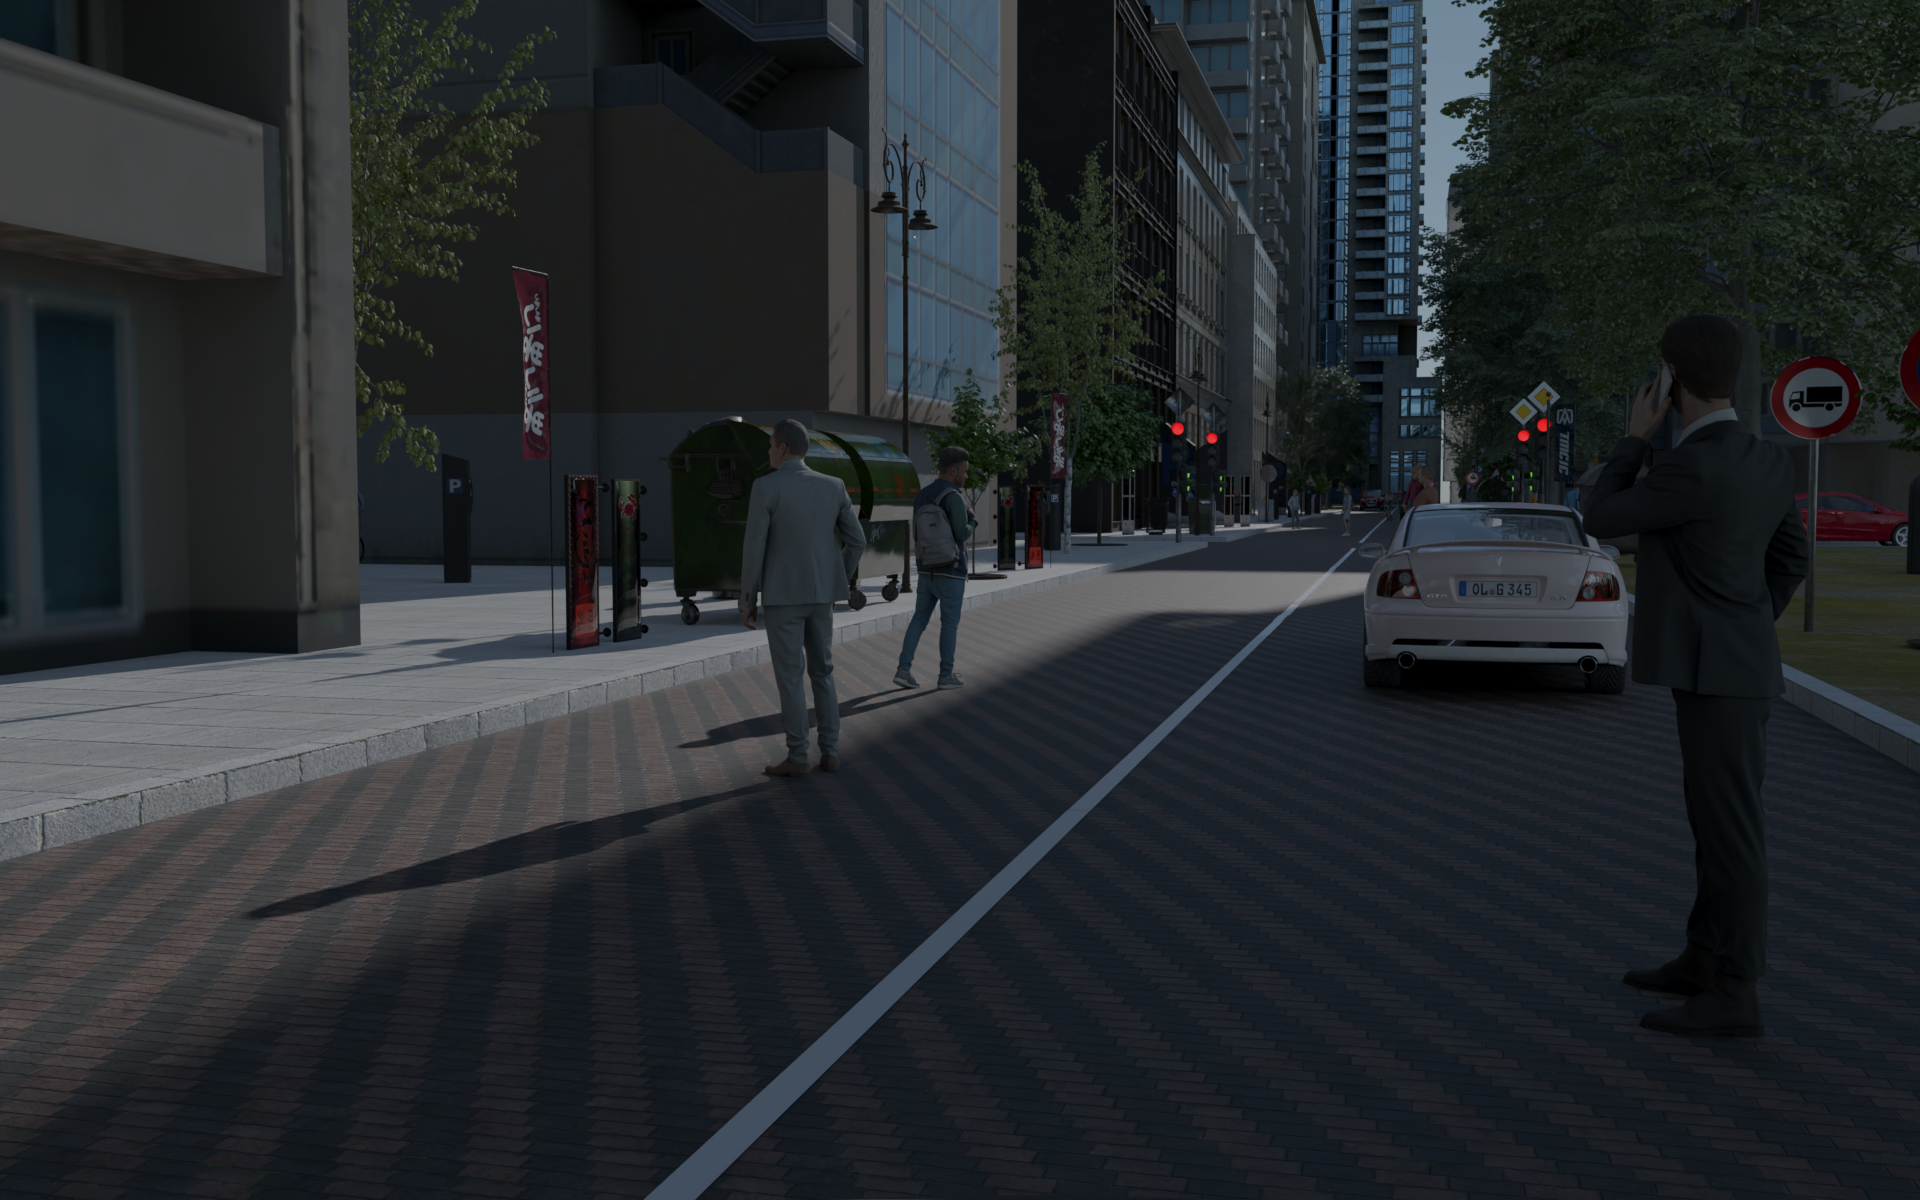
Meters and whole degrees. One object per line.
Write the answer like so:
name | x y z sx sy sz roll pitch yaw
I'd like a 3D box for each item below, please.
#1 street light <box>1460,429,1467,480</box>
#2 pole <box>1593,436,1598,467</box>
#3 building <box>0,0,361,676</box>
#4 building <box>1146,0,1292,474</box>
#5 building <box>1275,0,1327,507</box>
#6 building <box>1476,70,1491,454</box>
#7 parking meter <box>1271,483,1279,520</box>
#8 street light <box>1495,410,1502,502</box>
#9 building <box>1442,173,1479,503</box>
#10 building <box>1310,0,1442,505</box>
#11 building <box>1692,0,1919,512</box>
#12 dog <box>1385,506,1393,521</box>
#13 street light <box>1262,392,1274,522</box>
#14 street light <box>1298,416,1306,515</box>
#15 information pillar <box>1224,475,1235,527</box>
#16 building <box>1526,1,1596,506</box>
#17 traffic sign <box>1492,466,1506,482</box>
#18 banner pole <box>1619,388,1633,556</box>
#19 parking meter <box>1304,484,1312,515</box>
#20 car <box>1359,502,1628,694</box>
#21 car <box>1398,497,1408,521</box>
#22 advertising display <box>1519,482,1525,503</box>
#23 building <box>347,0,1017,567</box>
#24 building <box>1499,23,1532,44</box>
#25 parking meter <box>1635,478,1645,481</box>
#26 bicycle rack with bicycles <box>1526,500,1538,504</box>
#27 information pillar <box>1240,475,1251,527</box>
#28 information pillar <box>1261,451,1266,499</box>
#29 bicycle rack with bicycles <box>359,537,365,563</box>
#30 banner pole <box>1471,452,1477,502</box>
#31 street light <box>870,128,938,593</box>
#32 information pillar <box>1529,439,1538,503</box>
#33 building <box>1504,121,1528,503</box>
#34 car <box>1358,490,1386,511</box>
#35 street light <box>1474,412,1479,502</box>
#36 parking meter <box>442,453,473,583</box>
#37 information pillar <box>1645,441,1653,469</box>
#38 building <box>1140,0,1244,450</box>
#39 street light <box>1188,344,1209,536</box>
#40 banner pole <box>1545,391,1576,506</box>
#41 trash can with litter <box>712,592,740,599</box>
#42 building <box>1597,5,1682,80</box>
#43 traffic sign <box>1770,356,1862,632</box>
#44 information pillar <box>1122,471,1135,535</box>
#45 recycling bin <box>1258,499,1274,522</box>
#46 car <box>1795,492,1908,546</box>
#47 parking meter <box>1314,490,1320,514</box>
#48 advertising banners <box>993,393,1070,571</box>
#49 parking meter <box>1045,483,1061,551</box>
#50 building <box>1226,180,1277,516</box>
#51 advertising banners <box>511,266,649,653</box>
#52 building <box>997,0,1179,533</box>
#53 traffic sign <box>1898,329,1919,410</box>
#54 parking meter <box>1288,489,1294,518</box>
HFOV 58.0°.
street light | 35.806 -9.195 123.133 0.468 5.910 1.993 1 4 15
pole | 22.467 -4.124 61.267 0.158 3.312 0.155 0 3 0
building | -18.038 -23.368 5.762 21.300 48.544 21.600 1 4 15
building | 15.514 -32.062 143.817 23.786 49.044 30.456 1 4 15
building | 24.376 -36.508 186.150 27.495 52.752 28.713 1 4 15
building | 56.209 -29.214 161.241 14.154 41.232 14.086 1 4 15
parking meter | 15.722 -4.940 86.473 0.399 1.863 0.255 0 4 8
street light | 22.628 -6.099 72.509 0.468 5.910 1.993 1 4 15
building | 66.663 -32.327 212.142 14.086 41.232 14.154 1 4 15
building | 45.710 -55.535 220.668 31.000 86.520 22.319 1 4 15
building | 39.345 -22.579 61.045 23.993 40.220 32.217 1 4 15
dog | 22.639 -4.574 91.621 0.513 0.831 0.800 2 4 27
street light | 13.873 -6.451 78.268 0.468 5.910 1.993 1 4 15
street light | 20.287 -7.954 102.838 0.468 5.910 1.993 1 4 15
information pillar | 10.540 -3.872 67.796 0.304 2.012 0.304 2 4 34
building | 43.914 -28.142 110.240 14.600 45.320 14.200 1 4 15
traffic sign | 24.936 -4.927 80.567 0.884 2.594 0.081 1 4 16
banner pole | 13.884 -2.820 36.124 0.401 3.779 0.863 2 4 24
parking meter | 21.050 -6.054 104.701 0.399 1.863 0.255 -1 4 -17
car | 4.265 -0.100 13.993 2.083 1.381 4.827 1 4 15
car | 24.968 -5.189 94.634 2.009 1.686 4.222 1 4 16
advertising display | 26.294 -4.640 81.080 0.123 1.923 0.974 2 4 28
building | -7.213 -23.654 36.858 14.200 45.320 14.600 1 4 15
building | 52.863 -28.379 147.583 14.154 41.232 14.086 1 4 15
parking meter | 16.526 -2.224 42.072 0.255 1.863 0.399 1 4 17
bicycle rack with bicycles | 33.031 -5.235 98.973 2.925 0.926 2.852 -1 4 -21
information pillar | 11.217 -3.888 68.058 0.304 2.012 0.304 -1 4 -18
information pillar | 16.561 -6.289 94.186 0.183 3.616 0.504 -2 4 -27
bicycle rack with bicycles | -11.707 -1.004 29.804 2.925 0.926 2.852 -3 5 -40
banner pole | 30.465 -6.887 102.627 0.401 3.779 0.863 0 4 -6
street light | -0.702 -3.033 22.373 0.468 5.910 1.993 1 4 15
information pillar | 20.600 -4.332 62.190 0.183 3.616 0.504 0 4 4
building | 49.536 -22.161 134.040 14.160 30.474 14.107 1 4 15
car | 35.579 -8.617 149.552 2.281 1.827 5.304 1 4 14
street light | 29.278 -7.656 97.971 0.468 5.910 1.993 1 4 15
parking meter | -7.249 -1.180 25.010 0.399 1.863 0.255 0 4 -7
information pillar | 29.483 -5.066 74.181 0.183 3.616 0.504 0 4 -6
building | 4.914 -15.613 88.552 16.112 22.955 30.059 1 4 15
street light | 7.349 -4.935 53.472 0.468 5.910 1.993 1 4 15
banner pole | 14.579 -3.197 42.286 0.863 3.779 0.401 1 4 19
trash can with litter | -2.886 -0.614 21.424 0.624 1.170 1.055 0 4 -6
building | 39.774 -19.402 88.920 14.160 30.474 14.107 1 4 15
traffic sign | 7.918 -0.977 16.084 0.768 2.556 0.104 1 4 21
information pillar | 5.304 -3.062 54.555 0.304 2.012 0.304 2 4 35
recycling bin | 14.325 -4.193 81.105 0.722 1.027 0.722 1 4 12
car | 23.254 -2.232 45.526 4.494 1.783 2.155 1 4 16
parking meter | 23.245 -6.379 112.706 0.372 1.533 0.369 0 3 0
advertising banners | 1.248 -2.044 29.613 0.090 3.025 2.074 3 5 40
parking meter | 2.111 -1.894 39.375 0.372 1.533 0.369 0 3 0
building | 14.318 -15.669 110.945 10.420 20.320 16.860 1 4 15
advertising banners | -3.130 -1.113 14.378 0.090 3.025 2.074 1 4 18
building | 1.013 -14.411 65.297 12.332 23.373 15.834 1 4 15
traffic sign | 7.056 -0.745 12.287 0.768 2.556 0.104 1 4 21
parking meter | 17.960 -5.230 93.922 0.372 1.533 0.369 0 3 0
